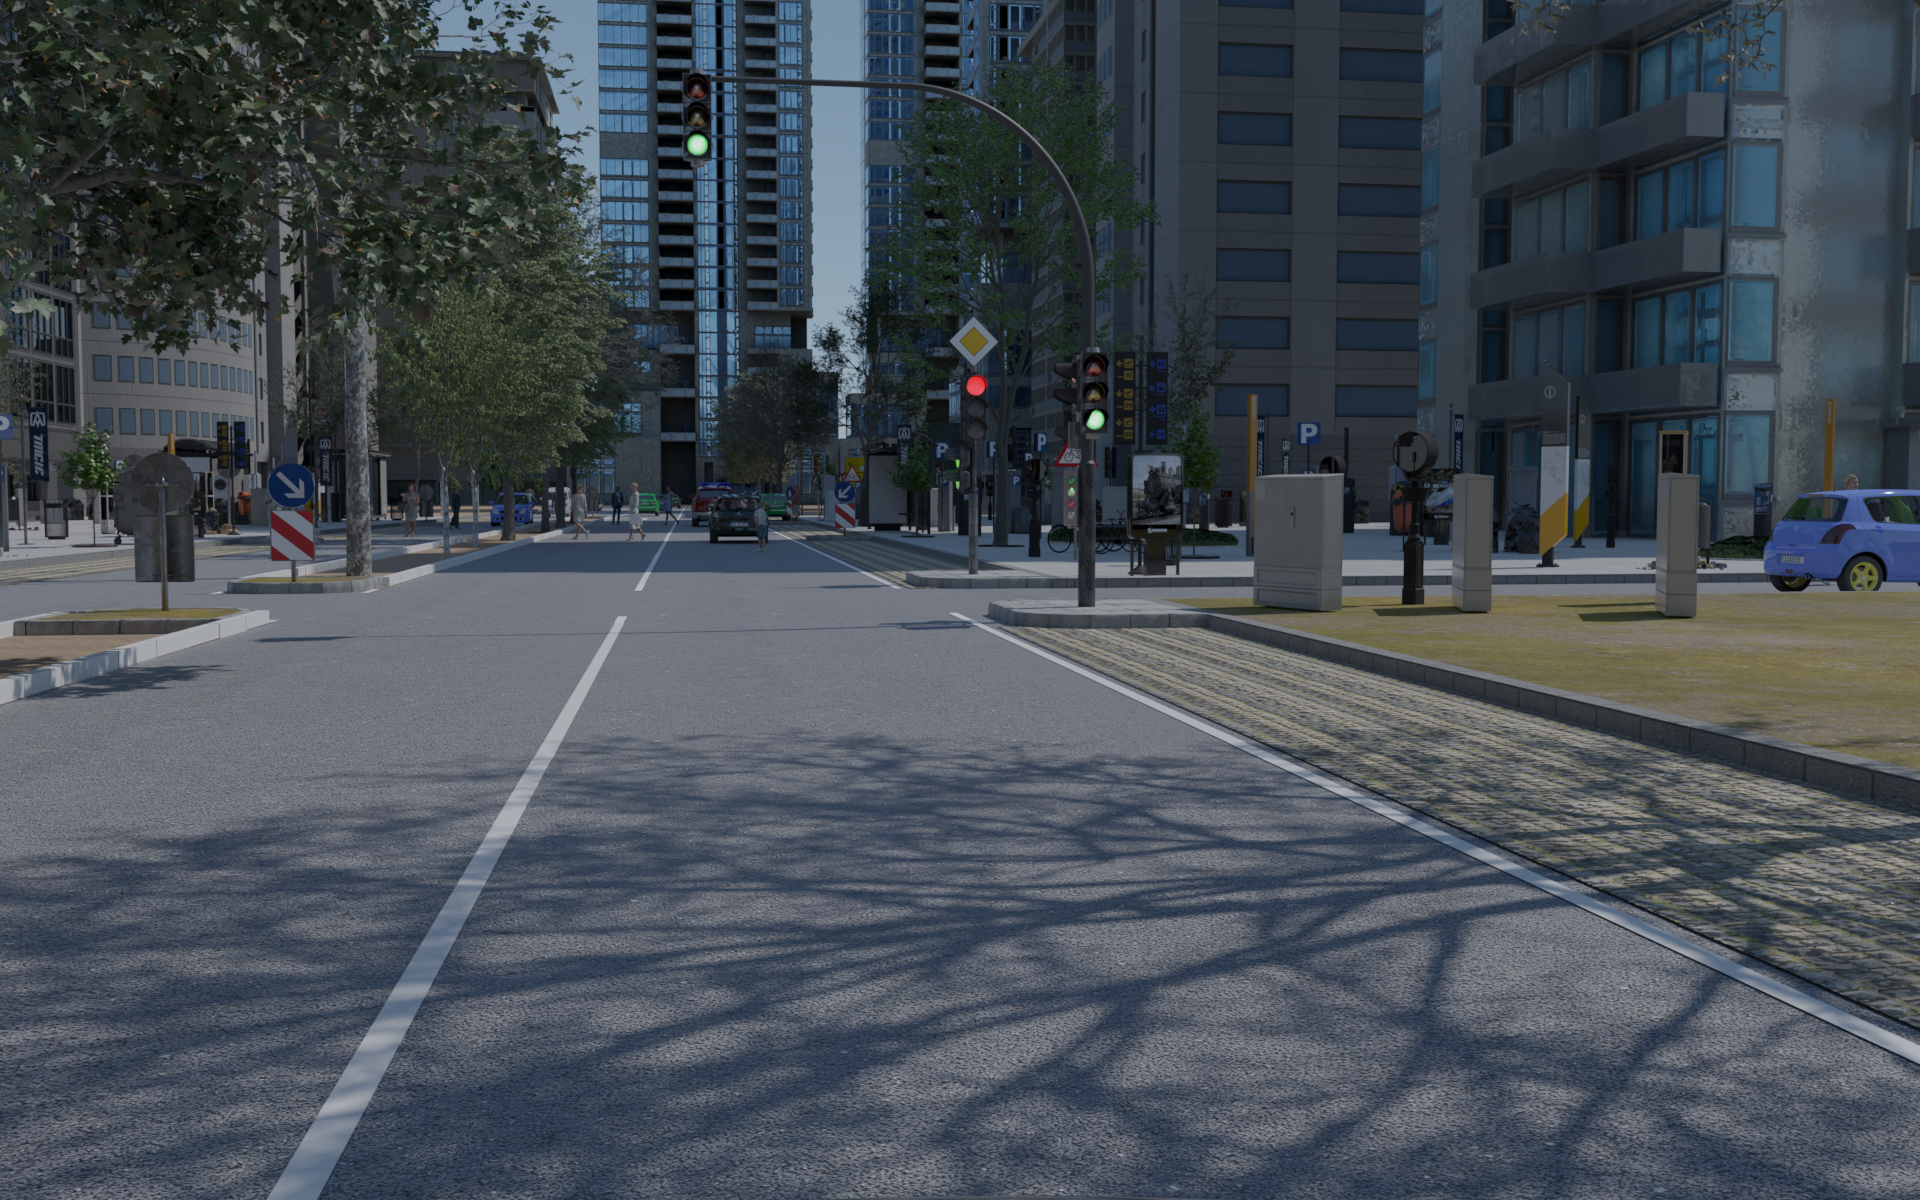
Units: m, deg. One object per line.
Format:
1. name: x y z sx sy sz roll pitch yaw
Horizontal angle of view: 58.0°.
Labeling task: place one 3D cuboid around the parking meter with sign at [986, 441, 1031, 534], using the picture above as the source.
1. parking meter with sign: 1.601 -3.662 56.136 0.543 3.016 1.738 -3 4 -37

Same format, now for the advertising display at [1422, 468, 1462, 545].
1. advertising display: 12.116 -2.344 43.544 0.974 1.923 0.123 3 4 36

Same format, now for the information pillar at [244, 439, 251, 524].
1. information pillar: -30.210 -5.021 73.443 0.504 3.616 0.183 3 5 42

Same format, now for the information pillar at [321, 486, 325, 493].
1. information pillar: -34.585 -6.257 93.654 0.183 3.616 0.504 2 4 28

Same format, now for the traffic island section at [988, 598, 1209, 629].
1. traffic island section: 1.453 0.154 19.756 2.009 0.180 2.903 -1 4 -9

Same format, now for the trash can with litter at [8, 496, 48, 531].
1. trash can with litter: -33.091 -3.051 60.934 2.233 1.210 1.678 1 4 16

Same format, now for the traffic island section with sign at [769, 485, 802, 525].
1. traffic island section with sign: -7.882 -4.373 80.130 1.989 1.847 2.006 -1 4 -9

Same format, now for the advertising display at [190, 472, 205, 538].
1. advertising display: -22.354 -2.786 50.760 0.123 1.923 0.974 -3 5 -41

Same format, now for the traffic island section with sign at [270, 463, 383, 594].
1. traffic island section with sign: -9.786 -1.078 25.763 2.006 1.907 1.989 -1 4 -9

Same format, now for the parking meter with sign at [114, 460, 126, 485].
1. parking meter with sign: -42.455 -5.623 88.202 0.543 3.016 1.738 -3 5 -44

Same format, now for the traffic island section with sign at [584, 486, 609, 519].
1. traffic island section with sign: -21.272 -5.620 100.022 2.006 1.907 1.989 -1 4 -9

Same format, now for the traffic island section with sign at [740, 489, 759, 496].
1. traffic island section with sign: -15.308 -7.314 128.214 1.989 1.847 2.006 -1 4 -9

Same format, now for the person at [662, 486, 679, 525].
1. person: -13.335 -4.345 79.631 0.778 1.811 0.616 -1 4 -20

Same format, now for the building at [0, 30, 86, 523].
1. building: -46.424 -16.840 68.841 14.314 27.812 24.014 -1 4 -9

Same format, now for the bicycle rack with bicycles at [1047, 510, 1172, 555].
1. bicycle rack with bicycles: 3.344 -1.479 37.559 2.925 0.926 2.852 0 4 -6

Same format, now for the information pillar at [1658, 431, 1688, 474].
1. information pillar: 8.349 -0.968 20.321 0.304 2.012 0.304 2 4 25

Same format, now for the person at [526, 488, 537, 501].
1. person: -30.017 -6.856 120.584 0.705 1.826 1.348 2 4 33

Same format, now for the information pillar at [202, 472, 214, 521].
1. information pillar: -24.708 -3.202 56.851 0.304 2.012 0.304 2 4 26

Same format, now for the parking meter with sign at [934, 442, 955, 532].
1. parking meter with sign: -0.480 -3.841 59.059 0.543 3.016 1.738 0 4 8

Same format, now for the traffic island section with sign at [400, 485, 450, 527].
1. traffic island section with sign: -23.601 -4.154 76.553 1.989 1.847 2.006 -1 4 -9

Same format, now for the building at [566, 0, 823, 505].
1. building: -30.878 -54.680 206.684 31.000 86.520 22.319 -1 4 -9

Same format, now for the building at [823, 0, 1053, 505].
1. building: -0.169 -54.940 210.942 31.000 86.520 22.319 -1 4 -9

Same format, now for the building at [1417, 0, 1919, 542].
1. building: 31.113 -26.653 55.381 30.456 49.044 23.786 -1 4 -9

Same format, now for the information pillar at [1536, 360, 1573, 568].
1. information pillar: 10.378 -2.379 30.251 0.183 3.616 0.504 -3 5 -43

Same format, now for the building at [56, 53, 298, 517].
1. building: -56.088 -34.629 108.191 21.231 58.520 28.212 -1 4 -9

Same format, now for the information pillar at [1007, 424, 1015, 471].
1. information pillar: 1.676 -4.094 58.283 0.183 3.616 0.504 -3 5 -42

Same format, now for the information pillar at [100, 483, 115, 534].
1. information pillar: -27.264 -3.112 55.378 0.304 2.012 0.304 1 4 19

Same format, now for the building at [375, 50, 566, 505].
1. building: -60.274 -37.750 206.444 27.495 52.752 28.713 -1 4 -9

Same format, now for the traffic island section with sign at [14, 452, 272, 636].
1. traffic island section with sign: -8.664 -0.630 18.441 2.006 1.907 1.989 -1 4 -9

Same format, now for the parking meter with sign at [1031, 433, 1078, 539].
1. parking meter with sign: 2.957 -3.220 48.914 1.738 3.016 0.543 3 4 37

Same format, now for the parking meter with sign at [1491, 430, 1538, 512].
1. parking meter with sign: 15.358 -3.113 47.151 1.738 3.016 0.543 1 4 17

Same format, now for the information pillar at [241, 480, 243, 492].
1. information pillar: -37.515 -5.278 90.789 0.304 2.012 0.304 -2 4 -24

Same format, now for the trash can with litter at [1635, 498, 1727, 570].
1. trash can with litter: 12.421 -1.155 29.946 2.233 1.210 1.678 -2 4 -28

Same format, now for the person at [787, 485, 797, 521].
1. person: -7.857 -4.492 81.722 0.659 1.850 0.755 -3 4 -37

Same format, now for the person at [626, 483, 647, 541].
1. person: -9.933 -2.705 53.076 0.624 1.780 0.694 -1 4 -8

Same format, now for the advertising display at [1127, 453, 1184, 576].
1. advertising display: 3.067 -1.346 27.221 0.974 1.923 0.123 -2 4 -26

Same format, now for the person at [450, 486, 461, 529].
1. person: -20.535 -3.759 70.383 0.534 1.772 0.576 -2 4 -27

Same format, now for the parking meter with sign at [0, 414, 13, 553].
1. parking meter with sign: -21.474 -2.590 38.600 0.543 3.016 1.738 -2 4 -34

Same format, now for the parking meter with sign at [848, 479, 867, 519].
1. parking meter with sign: -5.004 -5.617 88.100 0.543 3.016 1.738 2 4 34

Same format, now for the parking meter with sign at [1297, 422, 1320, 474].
1. parking meter with sign: 8.696 -2.856 42.952 0.543 3.016 1.738 1 4 15

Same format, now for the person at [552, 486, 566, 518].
1. person: -18.358 -4.318 79.206 0.635 1.810 0.391 -3 4 -38

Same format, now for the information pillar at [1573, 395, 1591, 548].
1. information pillar: 14.803 -3.050 41.228 0.504 3.616 0.183 -2 4 -35

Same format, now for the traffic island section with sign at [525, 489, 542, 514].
1. traffic island section with sign: -31.196 -7.165 125.777 1.989 1.847 2.006 -1 4 -9

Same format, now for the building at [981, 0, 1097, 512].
1. building: 18.375 -26.511 125.328 32.217 40.220 23.993 -1 4 -9

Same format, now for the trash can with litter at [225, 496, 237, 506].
1. trash can with litter: -40.189 -5.110 94.940 0.624 1.170 1.055 3 4 36

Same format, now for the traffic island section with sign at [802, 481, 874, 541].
1. traffic island section with sign: -3.707 -2.725 53.174 1.989 1.847 2.006 -1 4 -9

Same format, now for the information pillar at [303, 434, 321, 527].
1. information pillar: -25.277 -4.648 67.352 0.504 3.616 0.183 1 4 13

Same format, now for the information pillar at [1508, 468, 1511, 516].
1. information pillar: 15.549 -2.696 48.568 0.304 2.012 0.304 1 4 10

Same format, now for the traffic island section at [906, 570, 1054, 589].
1. traffic island section: 0.234 -0.328 27.648 2.009 0.180 2.903 -1 4 -9

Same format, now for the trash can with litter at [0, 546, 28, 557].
1. trash can with litter: -20.447 -1.496 35.524 2.233 1.210 1.678 1 4 22

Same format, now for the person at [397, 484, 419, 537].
1. person: -18.452 -3.000 57.910 0.716 1.782 0.532 -1 4 -12

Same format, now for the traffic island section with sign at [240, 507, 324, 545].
1. traffic island section with sign: -19.475 -2.525 49.915 1.989 1.847 2.006 -1 4 -9

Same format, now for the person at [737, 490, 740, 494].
1. person: -21.931 -10.008 172.231 0.705 1.812 1.348 3 5 42

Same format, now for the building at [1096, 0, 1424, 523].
1. building: 17.907 -33.584 91.091 21.231 58.520 28.212 -1 4 -9

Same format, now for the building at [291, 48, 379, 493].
1. building: -62.124 -31.927 145.705 21.600 48.544 21.300 -1 4 -9
